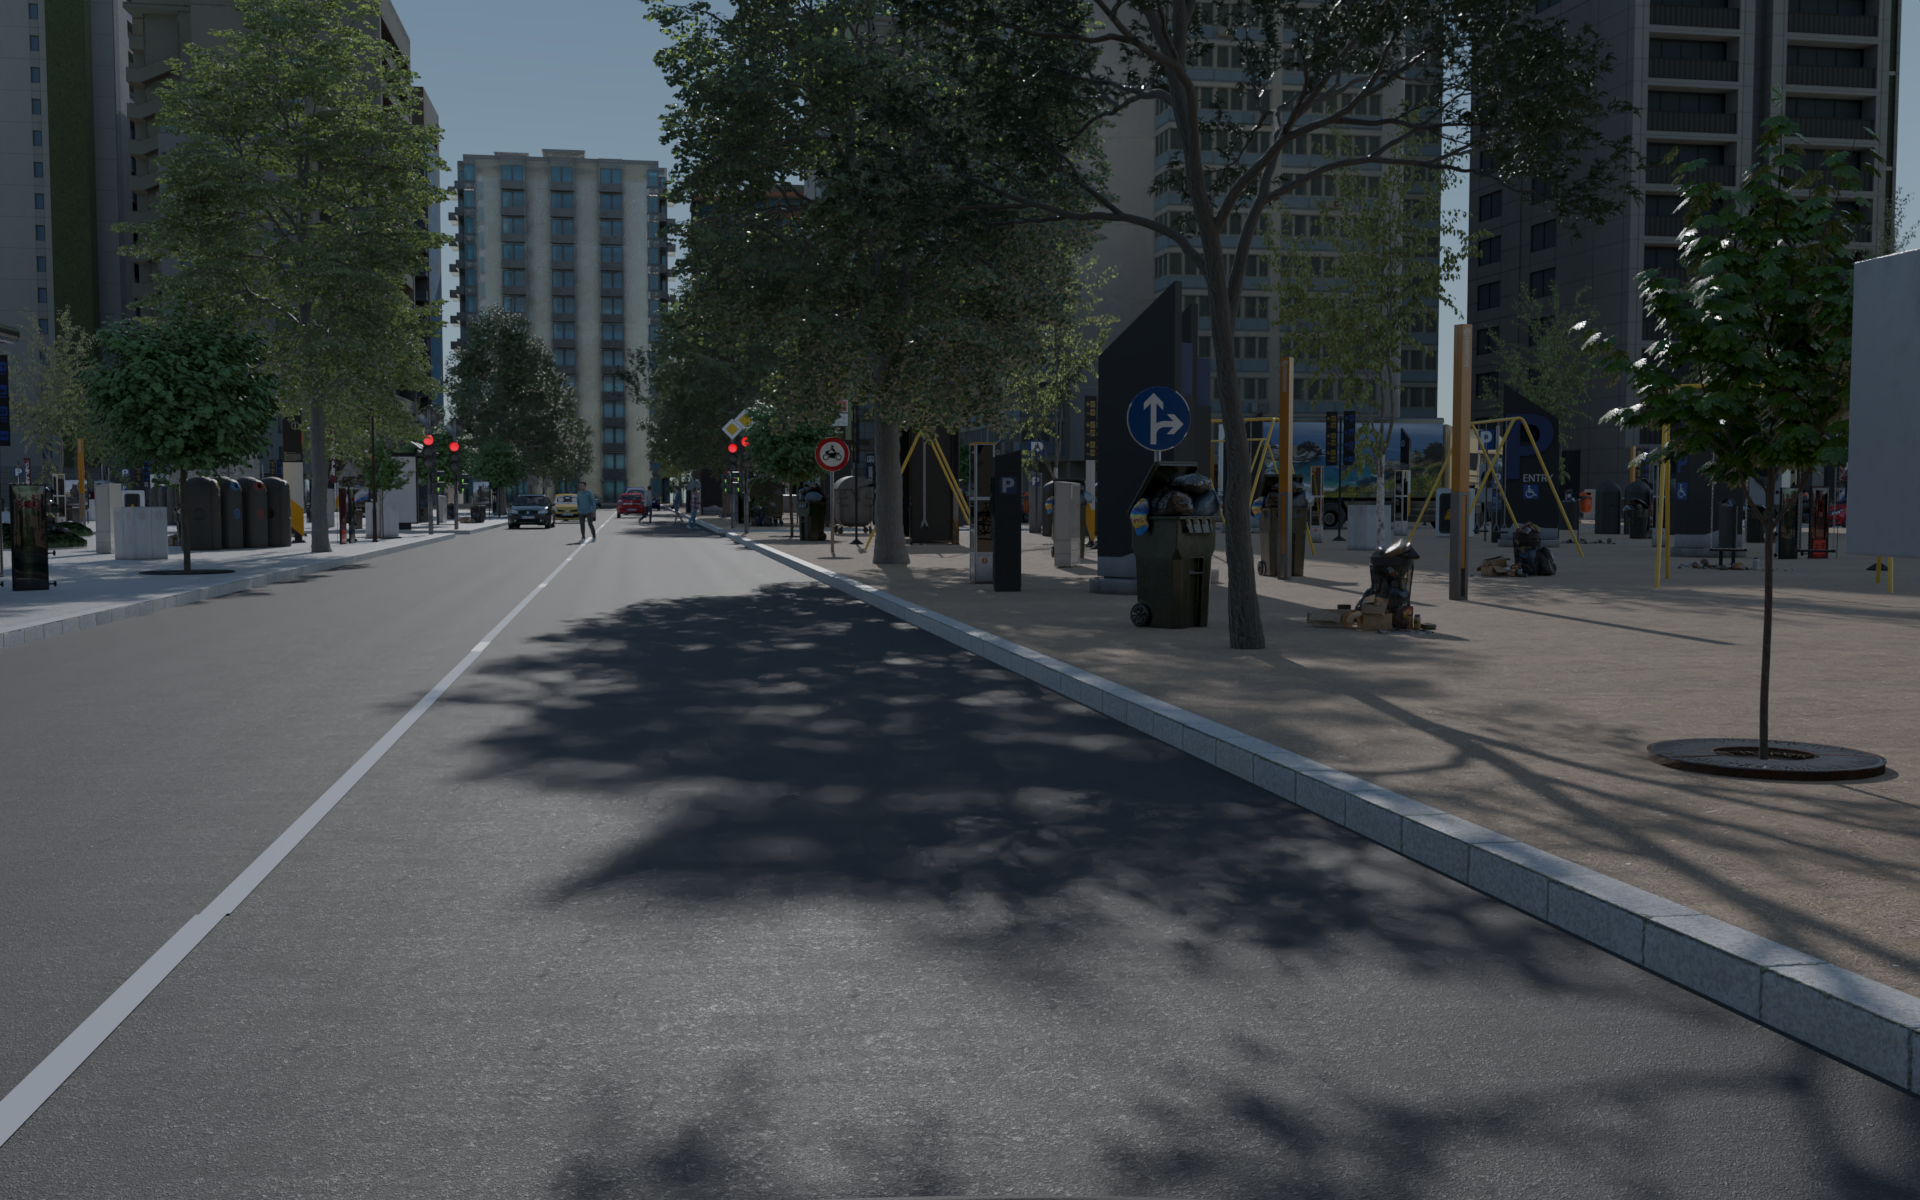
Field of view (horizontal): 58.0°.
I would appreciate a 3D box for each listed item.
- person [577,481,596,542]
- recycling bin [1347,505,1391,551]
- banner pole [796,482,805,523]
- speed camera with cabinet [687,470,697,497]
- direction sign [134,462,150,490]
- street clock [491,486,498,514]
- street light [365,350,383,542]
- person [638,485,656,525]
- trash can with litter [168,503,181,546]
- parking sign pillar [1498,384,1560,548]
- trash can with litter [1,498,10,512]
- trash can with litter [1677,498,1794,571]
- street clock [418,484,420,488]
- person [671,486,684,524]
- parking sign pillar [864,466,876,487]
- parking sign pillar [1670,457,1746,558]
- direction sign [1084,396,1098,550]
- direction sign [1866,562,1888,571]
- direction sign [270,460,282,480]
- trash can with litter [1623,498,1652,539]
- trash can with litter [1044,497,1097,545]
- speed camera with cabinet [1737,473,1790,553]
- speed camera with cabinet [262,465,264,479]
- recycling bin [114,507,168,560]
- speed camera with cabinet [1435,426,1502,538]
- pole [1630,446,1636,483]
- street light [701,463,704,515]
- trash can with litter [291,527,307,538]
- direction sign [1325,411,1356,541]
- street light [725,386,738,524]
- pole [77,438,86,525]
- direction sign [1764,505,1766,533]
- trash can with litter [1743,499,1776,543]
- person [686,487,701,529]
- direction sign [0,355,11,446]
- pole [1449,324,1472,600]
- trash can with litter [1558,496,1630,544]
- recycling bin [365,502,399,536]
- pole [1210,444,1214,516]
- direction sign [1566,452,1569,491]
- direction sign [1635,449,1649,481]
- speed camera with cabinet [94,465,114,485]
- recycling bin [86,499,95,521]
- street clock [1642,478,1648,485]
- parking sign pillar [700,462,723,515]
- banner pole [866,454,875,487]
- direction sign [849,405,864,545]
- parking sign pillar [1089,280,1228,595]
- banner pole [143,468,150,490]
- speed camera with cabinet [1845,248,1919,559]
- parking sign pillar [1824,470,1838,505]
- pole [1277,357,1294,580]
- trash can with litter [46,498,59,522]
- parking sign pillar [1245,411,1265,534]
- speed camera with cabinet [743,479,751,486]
[{"bbox_3d":[-11.166,-2.651,51.869,0.660,1.820,0.620,1,4,15],"label":"person"},{"bbox_3d":[9.368,-1.658,39.663,0.722,1.027,0.722,-1,4,-23],"label":"recycling bin"},{"bbox_3d":[-7.085,-5.235,75.606,0.401,3.779,0.863,-1,4,-11],"label":"banner pole"},{"bbox_3d":[-17.697,-7.614,118.820,2.038,3.252,0.660,-1,4,-10],"label":"speed camera with cabinet"},{"bbox_3d":[-52.797,-7.331,111.860,0.876,3.537,0.379,-2,4,-32],"label":"direction sign"},{"bbox_3d":[-30.638,-6.693,113.993,0.358,2.002,0.471,2,4,30],"label":"street clock"},{"bbox_3d":[-15.617,-4.482,46.063,0.468,5.910,1.993,-1,4,-11],"label":"street light"},{"bbox_3d":[-14.652,-4.445,81.027,0.795,1.843,0.661,-2,4,-30],"label":"person"},{"bbox_3d":[-19.197,-1.909,42.600,1.055,1.170,0.624,2,4,33],"label":"trash can with litter"},{"bbox_3d":[13.838,-3.275,42.018,1.447,3.967,1.447,1,4,14],"label":"parking sign pillar"},{"bbox_3d":[-69.239,-6.977,125.459,1.055,1.170,0.624,-2,4,-35],"label":"trash can with litter"},{"bbox_3d":[13.206,-1.154,29.922,1.678,1.210,2.233,0,4,1],"label":"trash can with litter"},{"bbox_3d":[-27.288,-5.024,86.716,0.471,2.002,0.358,2,4,33],"label":"street clock"},{"bbox_3d":[-13.397,-4.506,82.202,0.654,1.822,0.581,-2,4,-27],"label":"person"},{"bbox_3d":[-6.361,-8.256,123.464,1.447,3.967,1.447,-2,4,-30],"label":"parking sign pillar"},{"bbox_3d":[15.332,-2.870,35.393,1.447,3.967,1.447,-1,4,-13],"label":"parking sign pillar"},{"bbox_3d":[3.214,-2.943,40.121,0.876,3.537,0.379,-3,4,-38],"label":"direction sign"},{"bbox_3d":[15.431,-2.262,28.982,0.379,3.537,0.876,3,4,36],"label":"direction sign"},{"bbox_3d":[-45.107,-7.475,114.216,0.876,3.537,0.379,1,4,15],"label":"direction sign"},{"bbox_3d":[19.583,-2.338,49.615,1.055,1.170,0.624,-1,4,-21],"label":"trash can with litter"},{"bbox_3d":[3.128,-1.991,43.617,2.233,1.210,1.678,-1,4,-13],"label":"trash can with litter"},{"bbox_3d":[17.006,-2.665,37.902,2.038,3.252,0.660,3,5,43],"label":"speed camera with cabinet"},{"bbox_3d":[-47.668,-7.529,117.434,0.660,3.252,2.038,-3,5,-40],"label":"speed camera with cabinet"},{"bbox_3d":[-16.099,-1.314,34.043,0.722,1.027,0.722,2,4,33],"label":"recycling bin"},{"bbox_3d":[14.937,-3.437,50.533,0.660,3.252,2.038,-3,5,-45],"label":"speed camera with cabinet"},{"bbox_3d":[28.535,-4.873,73.512,0.158,3.312,0.155,0,3,0],"label":"pole"},{"bbox_3d":[-15.763,-8.132,105.741,0.468,5.910,1.993,-1,4,-11],"label":"street light"},{"bbox_3d":[-20.160,-2.495,51.846,1.678,1.210,2.233,-1,4,-14],"label":"trash can with litter"},{"bbox_3d":[10.393,-3.386,47.364,0.876,3.537,0.379,3,5,40],"label":"direction sign"},{"bbox_3d":[-9.634,-6.134,73.074,0.468,5.910,1.993,-1,4,-11],"label":"street light"},{"bbox_3d":[-32.213,-4.261,63.515,0.158,3.312,0.155,0,3,0],"label":"pole"},{"bbox_3d":[26.455,-3.962,56.773,0.379,3.537,0.876,-1,4,-17],"label":"direction sign"},{"bbox_3d":[21.138,-2.091,45.567,1.055,1.170,0.624,0,4,3],"label":"trash can with litter"},{"bbox_3d":[-10.975,-3.793,71.360,0.643,1.720,0.563,-1,4,-10],"label":"person"},{"bbox_3d":[-15.802,-2.200,27.975,0.379,3.537,0.876,3,5,42],"label":"direction sign"},{"bbox_3d":[6.039,-1.654,20.890,0.158,3.312,0.155,0,3,0],"label":"pole"},{"bbox_3d":[16.155,-2.071,44.911,2.233,1.210,1.678,2,4,33],"label":"trash can with litter"},{"bbox_3d":[-17.577,-2.454,52.670,0.722,1.027,0.722,3,4,38],"label":"recycling bin"},{"bbox_3d":[10.184,-4.666,70.139,0.158,3.312,0.155,0,3,0],"label":"pole"},{"bbox_3d":[32.570,-6.172,92.911,0.379,3.537,0.876,1,4,14],"label":"direction sign"},{"bbox_3d":[33.999,-5.773,86.380,0.876,3.537,0.379,-2,4,-24],"label":"direction sign"},{"bbox_3d":[-64.105,-8.235,128.971,2.038,3.252,0.660,-1,4,-23],"label":"speed camera with cabinet"},{"bbox_3d":[-41.036,-4.228,81.686,0.722,1.027,0.722,0,4,8],"label":"recycling bin"},{"bbox_3d":[31.171,-4.545,78.876,0.358,2.002,0.471,2,4,29],"label":"street clock"},{"bbox_3d":[-15.483,-7.308,107.965,1.447,3.967,1.447,1,4,9],"label":"parking sign pillar"},{"bbox_3d":[-4.723,-6.385,94.409,0.863,3.779,0.401,1,4,10],"label":"banner pole"},{"bbox_3d":[-2.643,-3.187,44.100,0.379,3.537,0.876,0,4,6],"label":"direction sign"},{"bbox_3d":[2.412,-2.084,22.552,1.447,3.967,1.447,-3,5,-43],"label":"parking sign pillar"},{"bbox_3d":[-55.886,-7.908,119.310,0.863,3.779,0.401,-3,4,-38],"label":"banner pole"},{"bbox_3d":[4.369,-0.733,6.321,2.038,3.252,0.660,0,4,-5],"label":"speed camera with cabinet"},{"bbox_3d":[40.908,-5.684,81.400,1.447,3.967,1.447,1,4,20],"label":"parking sign pillar"},{"bbox_3d":[4.872,-1.961,25.913,0.158,3.312,0.155,0,3,0],"label":"pole"},{"bbox_3d":[-32.251,-3.083,61.789,0.624,1.170,1.055,3,4,39],"label":"trash can with litter"},{"bbox_3d":[9.305,-4.178,56.788,1.447,3.967,1.447,2,4,24],"label":"parking sign pillar"},{"bbox_3d":[-12.582,-6.981,108.475,2.038,3.252,0.660,1,4,10],"label":"speed camera with cabinet"}]
